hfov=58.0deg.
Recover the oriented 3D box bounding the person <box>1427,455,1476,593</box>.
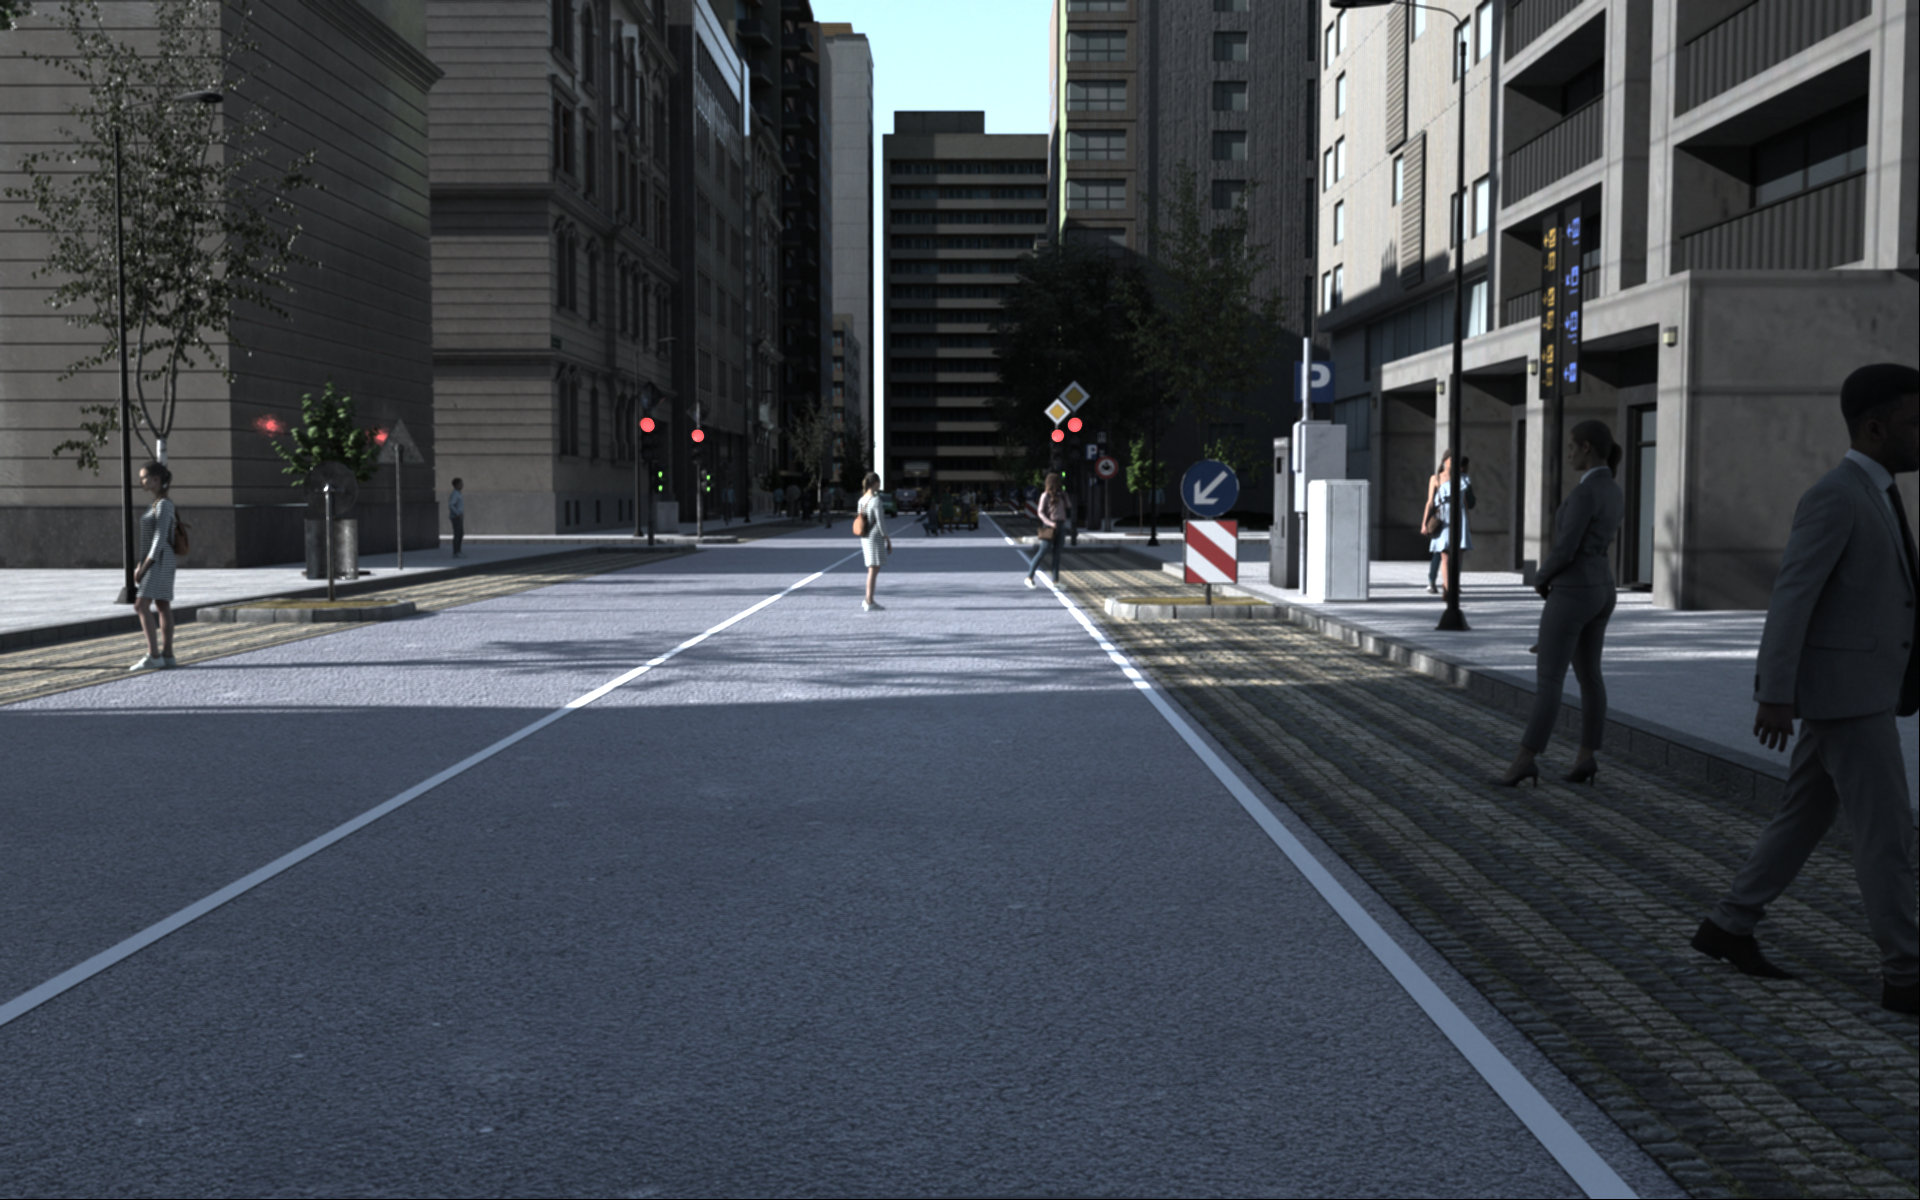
[{"bbox_3d":[6.345,-0.973,22.306,0.623,1.781,0.721,2,4,32],"label":"person"}]

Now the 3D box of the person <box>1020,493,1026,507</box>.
[{"bbox_3d":[6.451,-10.081,171.697,1.217,1.723,0.721,-3,4,-37],"label":"person"}]

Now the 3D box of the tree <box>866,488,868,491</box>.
[{"bbox_3d":[-9.694,-11.763,186.924,1.663,3.219,1.824,0,3,0],"label":"tree"}]

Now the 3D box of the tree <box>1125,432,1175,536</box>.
[{"bbox_3d":[5.563,-3.609,53.615,1.663,3.219,1.824,0,3,0],"label":"tree"}]

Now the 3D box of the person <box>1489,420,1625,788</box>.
[{"bbox_3d":[2.934,0.017,8.501,0.573,1.790,0.520,2,4,25],"label":"person"}]

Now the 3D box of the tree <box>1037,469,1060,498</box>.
[{"bbox_3d":[6.055,-6.813,105.999,1.663,3.219,1.824,0,3,0],"label":"tree"}]

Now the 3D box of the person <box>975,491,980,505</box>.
[{"bbox_3d":[1.635,-9.534,165.094,0.721,1.735,1.217,-2,4,-28],"label":"person"}]

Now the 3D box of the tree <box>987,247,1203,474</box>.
[{"bbox_3d":[5.139,-8.074,66.423,8.767,10.594,7.601,0,4,5],"label":"tree"}]

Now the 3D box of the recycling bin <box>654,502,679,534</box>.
[{"bbox_3d":[-9.628,-2.699,56.690,0.722,1.027,0.722,-1,4,-20],"label":"recycling bin"}]

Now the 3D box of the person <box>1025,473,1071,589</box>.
[{"bbox_3d":[1.329,-1.054,26.325,0.643,1.750,0.593,3,4,37],"label":"person"}]

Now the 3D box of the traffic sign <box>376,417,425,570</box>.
[{"bbox_3d":[-9.485,-1.792,29.298,0.884,2.594,0.081,0,4,7],"label":"traffic sign"}]

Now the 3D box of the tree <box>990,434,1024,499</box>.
[{"bbox_3d":[5.708,-15.486,203.551,4.737,8.622,4.395,0,3,0],"label":"tree"}]

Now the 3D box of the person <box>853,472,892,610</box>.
[{"bbox_3d":[-1.080,-0.725,21.362,0.522,1.701,0.512,-3,5,-39],"label":"person"}]

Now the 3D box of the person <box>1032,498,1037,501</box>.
[{"bbox_3d":[5.935,-8.396,143.396,0.705,1.814,1.350,-2,4,-32],"label":"person"}]

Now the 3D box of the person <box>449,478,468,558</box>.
[{"bbox_3d":[-10.090,-1.647,34.782,0.330,1.601,0.589,0,4,3],"label":"person"}]

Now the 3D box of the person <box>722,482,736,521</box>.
[{"bbox_3d":[-10.865,-4.616,81.369,0.638,1.841,0.748,-1,4,-14],"label":"person"}]

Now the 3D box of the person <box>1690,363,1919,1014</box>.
[{"bbox_3d":[2.518,0.237,4.904,0.850,1.792,0.678,3,5,40],"label":"person"}]

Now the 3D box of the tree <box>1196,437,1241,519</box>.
[{"bbox_3d":[8.040,-3.681,54.786,1.663,3.219,1.824,0,3,0],"label":"tree"}]

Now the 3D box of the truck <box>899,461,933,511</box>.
[{"bbox_3d":[-3.644,-9.807,149.259,2.839,4.237,11.283,0,3,0],"label":"truck"}]

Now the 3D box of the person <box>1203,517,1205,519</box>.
[{"bbox_3d":[9.129,-3.554,64.240,0.778,1.811,0.616,0,4,7],"label":"person"}]

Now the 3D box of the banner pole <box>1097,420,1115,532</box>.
[{"bbox_3d":[4.888,-4.182,58.397,0.401,3.779,0.863,-3,5,-40],"label":"banner pole"}]

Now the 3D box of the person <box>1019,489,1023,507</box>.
[{"bbox_3d":[6.073,-10.267,173.917,0.705,1.822,1.348,-1,4,-17],"label":"person"}]

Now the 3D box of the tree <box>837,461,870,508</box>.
[{"bbox_3d":[-9.822,-10.891,161.774,4.285,4.588,4.351,0,3,0],"label":"tree"}]

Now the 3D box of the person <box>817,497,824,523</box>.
[{"bbox_3d":[-6.915,-4.505,86.430,0.475,1.303,0.640,-2,4,-30],"label":"person"}]

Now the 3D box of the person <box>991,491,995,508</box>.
[{"bbox_3d":[3.003,-8.914,154.922,0.721,1.739,1.217,2,4,28],"label":"person"}]

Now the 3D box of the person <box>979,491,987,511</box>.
[{"bbox_3d":[2.070,-8.331,145.493,1.217,1.735,0.721,3,5,40],"label":"person"}]

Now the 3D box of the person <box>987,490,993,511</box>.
[{"bbox_3d":[2.504,-8.164,142.695,0.721,1.735,1.217,-1,4,-18],"label":"person"}]

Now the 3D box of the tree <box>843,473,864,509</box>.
[{"bbox_3d":[-9.645,-9.675,152.785,1.663,3.219,1.824,0,3,0],"label":"tree"}]

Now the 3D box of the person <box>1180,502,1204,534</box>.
[{"bbox_3d":[6.337,-2.362,47.221,0.694,1.812,0.767,1,4,17],"label":"person"}]

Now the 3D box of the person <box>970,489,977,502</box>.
[{"bbox_3d":[0.938,-7.083,124.409,0.850,1.850,0.679,-3,4,-36],"label":"person"}]

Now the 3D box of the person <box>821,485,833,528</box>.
[{"bbox_3d":[-5.665,-3.948,73.250,0.583,1.804,0.606,-3,4,-37],"label":"person"}]

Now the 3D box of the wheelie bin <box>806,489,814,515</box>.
[{"bbox_3d":[-9.360,-6.073,107.195,0.693,1.594,0.980,-1,4,-9],"label":"wheelie bin"}]

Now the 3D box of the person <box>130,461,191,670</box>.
[{"bbox_3d":[-6.613,-0.292,14.276,0.522,1.701,0.512,-2,4,-34],"label":"person"}]

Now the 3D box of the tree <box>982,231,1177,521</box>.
[{"bbox_3d":[5.760,-10.798,83.197,9.857,13.997,8.962,0,3,0],"label":"tree"}]

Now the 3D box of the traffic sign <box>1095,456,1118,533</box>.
[{"bbox_3d":[4.879,-3.522,57.686,0.768,2.556,0.104,1,4,9],"label":"traffic sign"}]

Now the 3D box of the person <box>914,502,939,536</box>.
[{"bbox_3d":[-1.092,-2.783,59.505,1.012,1.151,0.738,-1,4,-21],"label":"person"}]

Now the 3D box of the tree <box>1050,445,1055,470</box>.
[{"bbox_3d":[7.478,-9.764,109.998,4.360,8.622,3.978,0,3,0],"label":"tree"}]

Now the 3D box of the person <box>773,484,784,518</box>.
[{"bbox_3d":[-9.873,-5.370,93.867,0.660,1.820,0.620,1,4,11],"label":"person"}]

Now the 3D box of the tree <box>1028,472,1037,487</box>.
[{"bbox_3d":[5.776,-8.258,129.619,1.663,3.219,1.824,0,3,0],"label":"tree"}]

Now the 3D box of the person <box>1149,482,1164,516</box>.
[{"bbox_3d":[8.350,-4.122,73.307,0.638,1.841,0.748,2,4,24],"label":"person"}]

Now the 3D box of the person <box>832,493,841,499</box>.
[{"bbox_3d":[-10.361,-8.328,145.397,0.799,1.438,0.628,-3,4,-37],"label":"person"}]

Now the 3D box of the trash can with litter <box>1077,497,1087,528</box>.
[{"bbox_3d":[4.656,-3.346,66.101,0.624,1.170,1.055,-1,4,-8],"label":"trash can with litter"}]

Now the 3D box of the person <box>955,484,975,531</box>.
[{"bbox_3d":[0.190,-3.622,67.818,0.850,1.850,0.679,2,4,31],"label":"person"}]

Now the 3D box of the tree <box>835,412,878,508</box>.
[{"bbox_3d":[-9.510,-12.601,156.381,4.737,8.622,4.395,0,3,0],"label":"tree"}]

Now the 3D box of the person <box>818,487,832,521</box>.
[{"bbox_3d":[-7.122,-5.046,91.270,0.850,1.792,0.678,-2,4,-34],"label":"person"}]

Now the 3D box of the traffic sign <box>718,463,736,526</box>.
[{"bbox_3d":[-9.434,-4.280,70.085,0.768,2.556,0.104,0,4,6],"label":"traffic sign"}]

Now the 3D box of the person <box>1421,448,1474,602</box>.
[{"bbox_3d":[5.625,-0.850,20.032,0.616,1.811,0.778,0,4,2],"label":"person"}]

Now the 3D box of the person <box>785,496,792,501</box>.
[{"bbox_3d":[-12.091,-7.121,122.831,0.716,1.782,0.532,-3,4,-38],"label":"person"}]

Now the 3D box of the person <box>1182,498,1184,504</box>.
[{"bbox_3d":[11.721,-5.065,88.949,0.635,1.810,0.391,-1,4,-18],"label":"person"}]

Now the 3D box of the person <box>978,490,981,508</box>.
[{"bbox_3d":[1.939,-10.205,175.346,0.705,1.824,1.348,0,4,3],"label":"person"}]

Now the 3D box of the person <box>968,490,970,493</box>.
[{"bbox_3d":[0.832,-9.131,157.882,0.705,1.814,1.350,0,4,8],"label":"person"}]

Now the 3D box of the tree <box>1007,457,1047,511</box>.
[{"bbox_3d":[5.383,-9.268,135.239,4.285,4.588,4.351,0,3,0],"label":"tree"}]

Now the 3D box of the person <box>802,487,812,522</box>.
[{"bbox_3d":[-7.814,-4.825,87.816,0.576,1.772,0.534,3,4,37],"label":"person"}]

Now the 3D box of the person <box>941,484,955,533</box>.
[{"bbox_3d":[-0.467,-3.326,63.126,0.529,1.795,0.600,2,4,30],"label":"person"}]
